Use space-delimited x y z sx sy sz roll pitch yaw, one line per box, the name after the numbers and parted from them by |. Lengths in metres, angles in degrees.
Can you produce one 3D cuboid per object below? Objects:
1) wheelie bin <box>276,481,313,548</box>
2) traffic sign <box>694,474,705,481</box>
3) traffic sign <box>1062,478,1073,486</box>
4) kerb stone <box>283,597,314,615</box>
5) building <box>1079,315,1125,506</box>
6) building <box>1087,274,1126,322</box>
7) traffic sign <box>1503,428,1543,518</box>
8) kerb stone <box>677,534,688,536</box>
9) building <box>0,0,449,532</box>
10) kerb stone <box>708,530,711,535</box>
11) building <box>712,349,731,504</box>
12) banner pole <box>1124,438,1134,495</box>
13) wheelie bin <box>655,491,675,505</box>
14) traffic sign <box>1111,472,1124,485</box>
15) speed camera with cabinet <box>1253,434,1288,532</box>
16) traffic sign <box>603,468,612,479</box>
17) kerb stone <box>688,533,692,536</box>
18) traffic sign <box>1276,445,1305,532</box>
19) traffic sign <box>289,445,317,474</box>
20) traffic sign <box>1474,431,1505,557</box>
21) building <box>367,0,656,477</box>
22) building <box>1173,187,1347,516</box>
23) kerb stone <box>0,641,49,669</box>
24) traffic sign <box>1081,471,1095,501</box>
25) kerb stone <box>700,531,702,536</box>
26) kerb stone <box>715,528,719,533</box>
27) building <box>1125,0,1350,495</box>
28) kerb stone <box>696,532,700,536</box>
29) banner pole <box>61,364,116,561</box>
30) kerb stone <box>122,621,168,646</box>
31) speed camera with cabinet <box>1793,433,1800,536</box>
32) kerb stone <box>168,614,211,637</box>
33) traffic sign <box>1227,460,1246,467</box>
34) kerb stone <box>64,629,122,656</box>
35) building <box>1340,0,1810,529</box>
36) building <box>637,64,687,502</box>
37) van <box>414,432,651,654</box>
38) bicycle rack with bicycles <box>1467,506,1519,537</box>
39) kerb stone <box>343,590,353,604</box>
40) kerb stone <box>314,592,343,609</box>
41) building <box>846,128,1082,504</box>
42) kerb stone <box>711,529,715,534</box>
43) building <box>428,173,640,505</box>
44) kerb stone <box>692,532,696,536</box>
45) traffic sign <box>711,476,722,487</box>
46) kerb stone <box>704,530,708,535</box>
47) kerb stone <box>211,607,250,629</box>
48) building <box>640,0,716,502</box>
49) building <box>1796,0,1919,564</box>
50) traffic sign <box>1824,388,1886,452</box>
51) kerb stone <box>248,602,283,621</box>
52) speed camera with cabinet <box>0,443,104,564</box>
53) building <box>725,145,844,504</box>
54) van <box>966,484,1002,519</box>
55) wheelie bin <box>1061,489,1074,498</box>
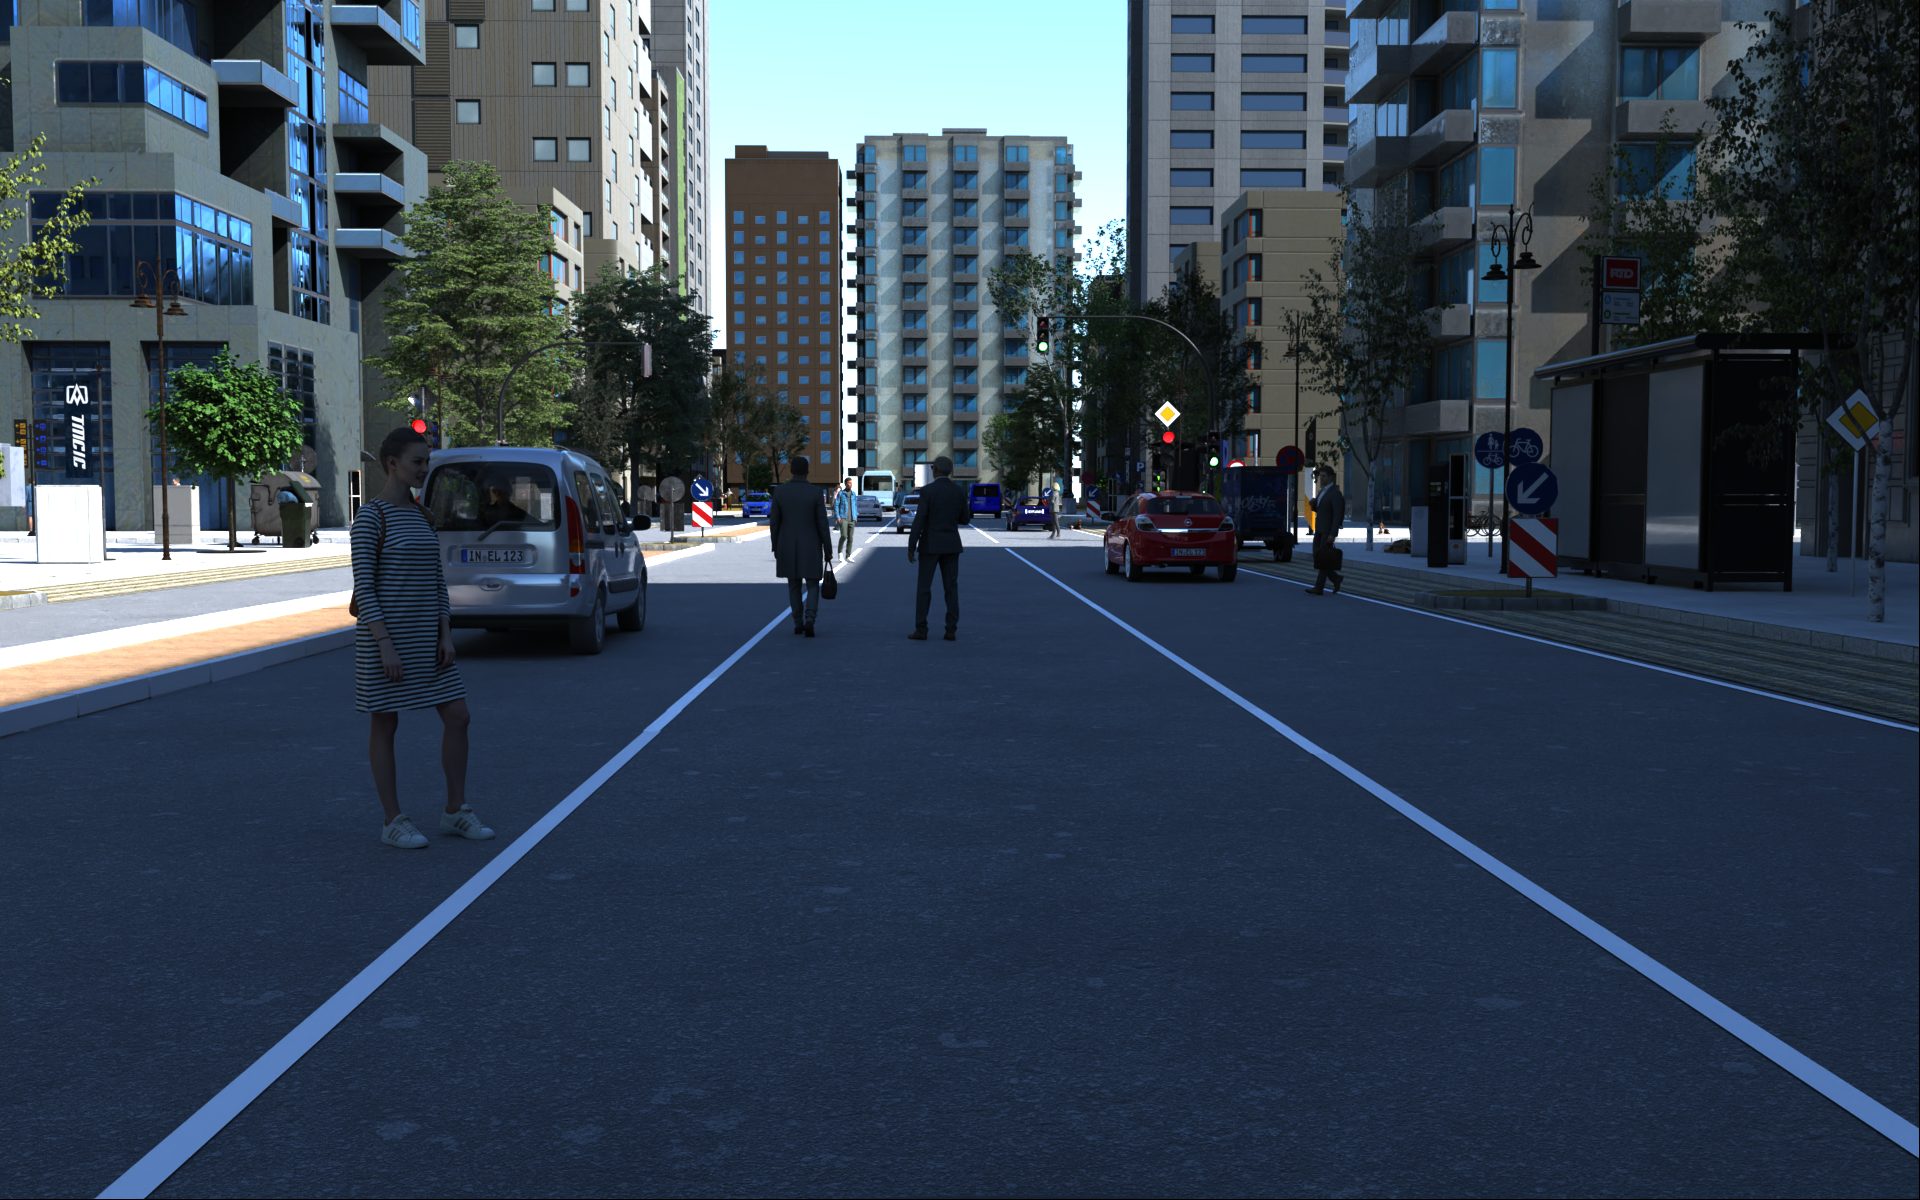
-15.845 -2.039 41.248 0.693 1.594 0.980 0 4 -3 | wheelie bin
-16.756 -6.825 111.328 0.795 2.593 0.064 0 4 0 | traffic sign
7.847 -7.734 126.557 0.768 2.556 0.104 0 4 -1 | traffic sign
-8.023 0.089 20.793 0.120 0.150 1.000 0 4 -1 | kerb stone
27.617 -20.599 181.826 27.650 21.520 28.899 0 4 -1 | building
24.176 -27.778 225.866 14.107 30.474 14.160 0 4 -1 | building
10.813 -2.034 33.360 0.768 2.556 0.104 0 4 3 | traffic sign
-8.727 -1.954 54.146 0.120 0.150 1.000 0 4 -1 | kerb stone
-35.410 -46.444 72.033 22.319 86.520 31.000 0 4 -1 | building
-8.865 -2.328 60.300 0.120 0.150 1.000 0 4 -1 | kerb stone
-44.871 -23.624 231.287 28.899 21.520 27.650 0 4 -1 | building
7.616 -5.368 77.776 0.401 3.779 0.863 -2 4 -31 | banner pole
-17.021 -5.582 99.179 0.693 1.594 0.980 2 4 25 | wheelie bin
8.942 -5.999 98.196 0.768 2.556 0.104 0 4 2 | traffic sign
10.134 -3.817 56.736 0.660 3.252 2.038 -1 4 -14 | speed camera with cabinet
-17.190 -5.109 83.630 0.768 2.556 0.104 0 4 1 | traffic sign
-8.750 -2.017 55.173 0.120 0.150 1.000 0 4 -1 | kerb stone
8.654 -2.775 45.471 0.768 2.556 0.104 0 4 -1 | traffic sign
-16.983 -2.731 44.750 0.768 2.556 0.104 0 4 6 | traffic sign
10.801 -2.146 35.190 0.768 2.556 0.104 0 4 1 | traffic sign
-39.857 -33.650 139.408 28.713 52.752 27.495 0 4 -1 | building
29.822 -16.431 113.685 27.650 21.520 28.899 0 4 -1 | building
-7.894 0.463 14.644 0.120 0.150 1.000 0 4 -1 | kerb stone
7.190 -5.939 97.212 0.768 2.556 0.104 0 4 6 | traffic sign
-8.811 -2.204 58.254 0.120 0.150 1.000 0 4 -1 | kerb stone
-8.904 -2.456 62.349 0.120 0.150 1.000 0 4 -1 | kerb stone
25.189 -37.317 152.137 21.231 58.520 28.212 0 4 -1 | building
-8.796 -2.143 57.226 0.120 0.150 1.000 0 4 -1 | kerb stone
-16.773 -2.649 33.332 0.863 3.779 0.401 -1 4 -19 | banner pole
-7.935 0.337 16.693 0.120 0.150 1.000 0 4 -1 | kerb stone
25.541 -3.652 54.051 0.660 3.252 2.038 0 4 5 | speed camera with cabinet
-7.958 0.278 17.715 0.120 0.150 1.000 0 4 -1 | kerb stone
10.215 -3.906 63.972 0.768 2.556 0.104 0 4 6 | traffic sign
-7.901 0.399 15.666 0.120 0.150 1.000 0 4 -1 | kerb stone
31.240 -27.647 71.636 30.456 49.044 23.786 0 4 -1 | building
-33.369 -29.178 160.653 14.154 41.232 14.086 0 4 -1 | building
-4.091 -0.599 16.811 2.013 2.044 4.112 0 4 -2 | van
15.791 -2.418 52.921 2.925 0.926 2.852 1 4 18 | bicycle rack with bicycles
-8.061 -0.034 22.843 0.120 0.150 1.000 0 4 -1 | kerb stone
-8.041 0.025 21.821 0.120 0.150 1.000 0 4 -1 | kerb stone
0.467 -37.299 229.440 30.456 49.044 23.786 0 4 -1 | building
-8.870 -2.393 61.322 0.120 0.150 1.000 0 4 -1 | kerb stone
-36.977 -16.320 111.871 27.650 21.520 28.899 0 4 -1 | building
-8.768 -2.080 56.198 0.120 0.150 1.000 0 4 -1 | kerb stone
-16.934 -7.356 120.373 0.768 2.556 0.104 0 4 5 | traffic sign
-8.838 -2.268 59.276 0.120 0.150 1.000 0 4 -1 | kerb stone
-7.971 0.212 18.737 0.120 0.150 1.000 0 4 -1 | kerb stone
-37.688 -45.562 183.187 20.611 71.187 20.563 0 4 -1 | building
22.677 -11.600 25.818 11.583 22.565 21.152 0 4 -1 | building
11.154 -1.332 21.517 0.795 2.593 0.064 0 4 7 | traffic sign
-8.001 0.149 19.763 0.120 0.150 1.000 0 4 -1 | kerb stone
-16.933 -2.292 31.814 2.038 3.252 0.660 0 4 -4 | speed camera with cabinet
-22.561 -35.187 225.418 14.200 45.320 14.600 0 4 -1 | building
1.446 -6.035 103.060 2.240 2.365 5.245 0 4 -1 | van
7.194 -6.580 115.496 0.980 1.594 0.693 2 4 33 | wheelie bin
